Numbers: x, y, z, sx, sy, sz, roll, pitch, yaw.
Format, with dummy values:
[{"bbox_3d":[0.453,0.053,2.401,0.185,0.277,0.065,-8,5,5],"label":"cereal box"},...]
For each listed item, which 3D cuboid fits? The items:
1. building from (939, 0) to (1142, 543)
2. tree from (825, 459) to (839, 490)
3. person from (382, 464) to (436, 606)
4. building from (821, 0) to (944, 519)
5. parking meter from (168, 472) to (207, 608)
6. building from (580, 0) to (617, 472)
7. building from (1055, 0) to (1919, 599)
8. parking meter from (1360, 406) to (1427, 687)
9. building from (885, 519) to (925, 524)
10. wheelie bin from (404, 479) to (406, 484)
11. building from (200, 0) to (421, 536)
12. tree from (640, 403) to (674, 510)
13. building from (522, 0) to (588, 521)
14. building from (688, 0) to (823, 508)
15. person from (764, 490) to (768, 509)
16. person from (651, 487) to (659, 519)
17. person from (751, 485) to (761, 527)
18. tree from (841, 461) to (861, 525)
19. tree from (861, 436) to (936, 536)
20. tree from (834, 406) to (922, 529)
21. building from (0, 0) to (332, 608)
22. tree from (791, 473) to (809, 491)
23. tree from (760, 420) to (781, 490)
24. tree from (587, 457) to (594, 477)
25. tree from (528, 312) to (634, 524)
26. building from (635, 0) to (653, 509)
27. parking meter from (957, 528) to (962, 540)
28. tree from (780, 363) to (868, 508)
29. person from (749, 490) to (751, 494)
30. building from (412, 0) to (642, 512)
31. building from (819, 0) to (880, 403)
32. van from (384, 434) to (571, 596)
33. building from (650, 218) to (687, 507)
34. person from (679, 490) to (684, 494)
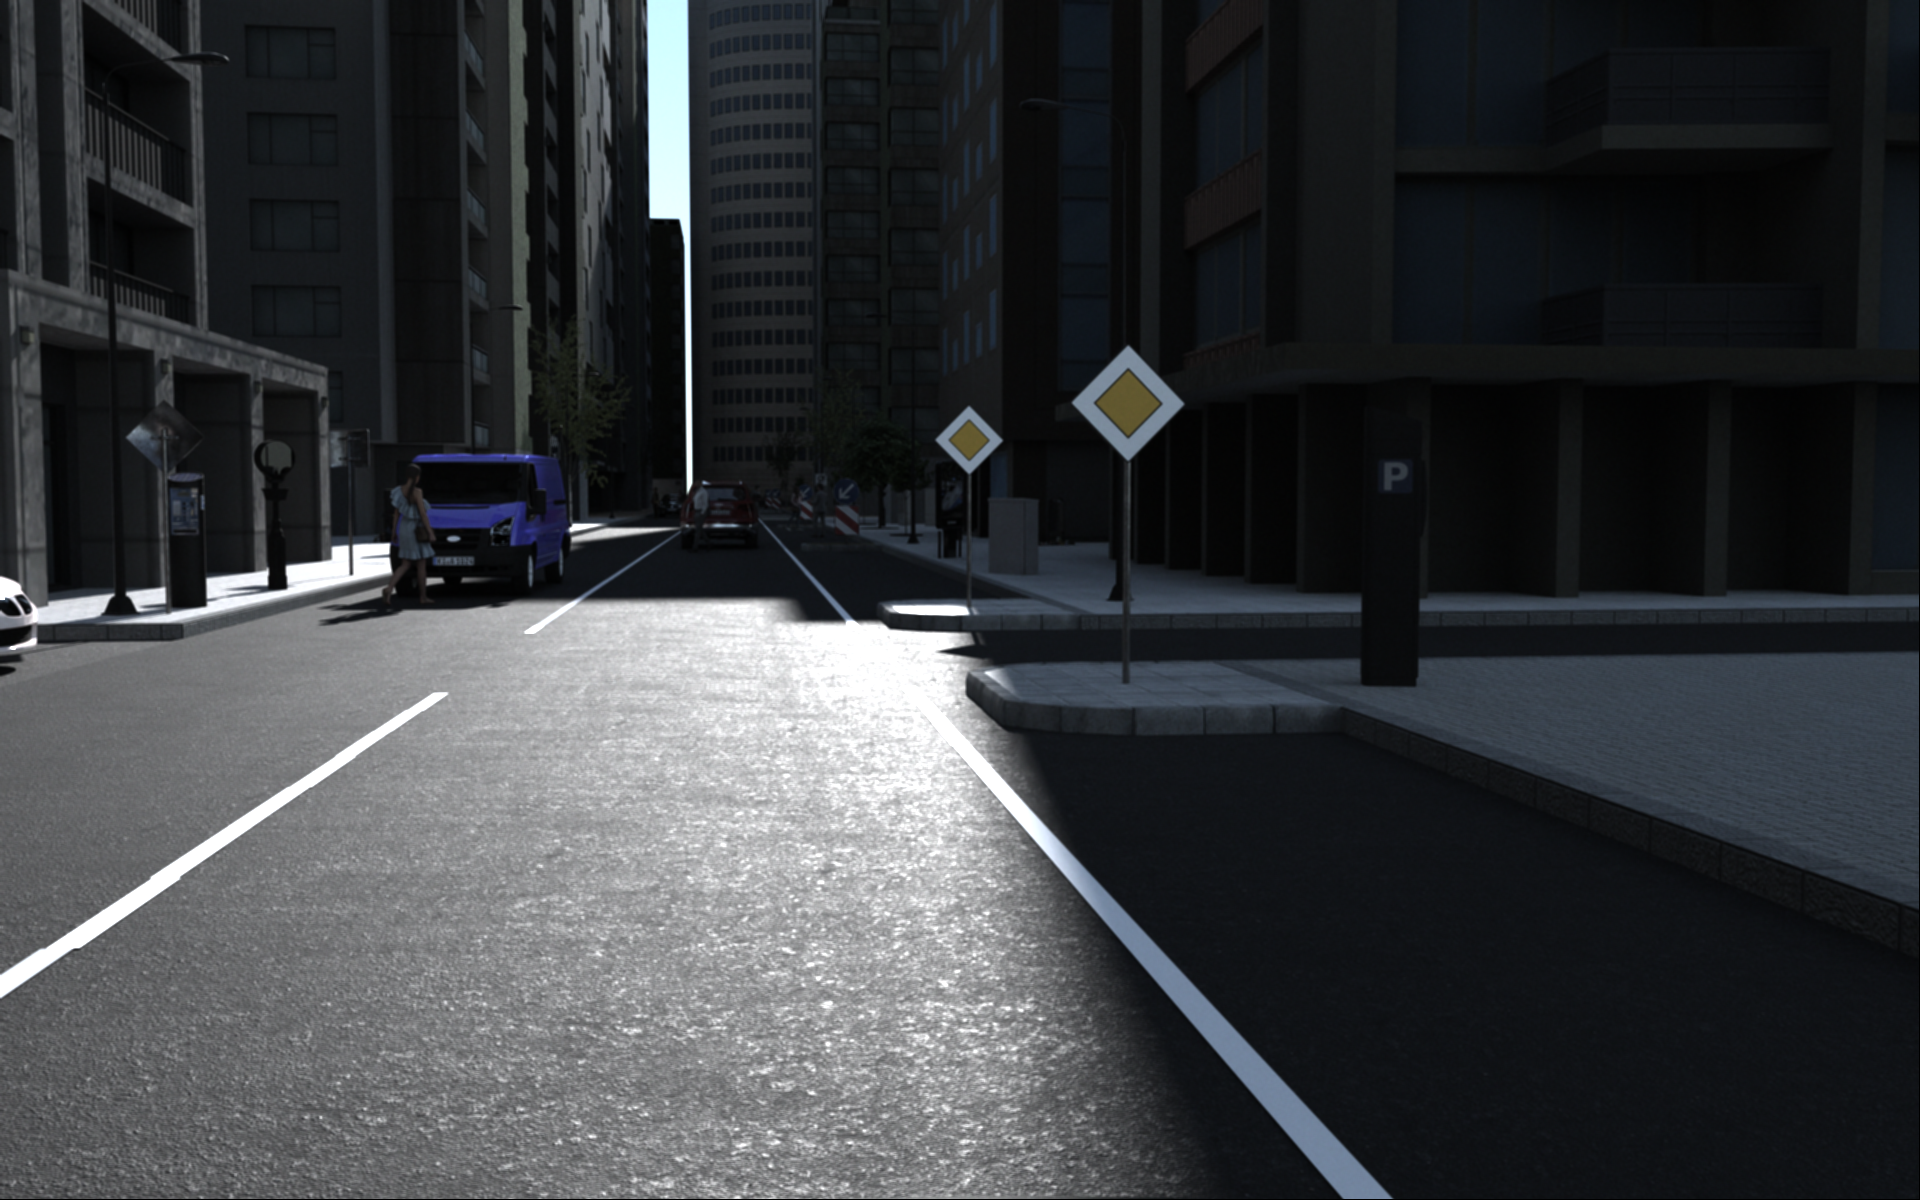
[{"bbox_3d":[7.036,-24.568,51.793,14.600,45.320,14.200,0,4,-7],"label":"building"},{"bbox_3d":[-5.156,-5.246,80.367,1.663,3.219,1.824,0,3,0],"label":"tree"},{"bbox_3d":[-7.031,-0.834,22.224,0.616,1.811,0.778,2,4,33],"label":"person"},{"bbox_3d":[-1.631,-20.544,107.602,14.160,30.474,14.107,0,4,-7],"label":"building"},{"bbox_3d":[-8.763,-0.687,19.644,0.372,1.533,0.369,0,3,0],"label":"parking meter"},{"bbox_3d":[-35.450,-31.509,104.410,28.713,52.752,27.495,0,4,-7],"label":"building"},{"bbox_3d":[16.641,-23.014,30.906,28.867,44.769,22.147,0,4,-7],"label":"building"},{"bbox_3d":[2.907,-0.361,11.606,0.399,1.863,0.255,0,4,7],"label":"parking meter"},{"bbox_3d":[3.125,-18.916,80.977,14.160,30.474,14.107,0,4,-7],"label":"building"},{"bbox_3d":[-11.833,-1.815,37.582,0.693,1.594,0.980,2,4,27],"label":"wheelie bin"},{"bbox_3d":[-22.353,-22.848,57.159,14.154,41.232,14.086,0,4,-7],"label":"building"},{"bbox_3d":[-25.043,-11.520,138.706,4.360,8.622,3.978,0,3,0],"label":"tree"},{"bbox_3d":[-24.974,-18.819,79.388,14.160,30.474,14.107,0,4,-7],"label":"building"},{"bbox_3d":[-15.157,-39.554,188.712,28.212,58.520,21.231,0,4,-7],"label":"building"},{"bbox_3d":[-17.886,-9.287,160.297,0.705,1.831,1.348,1,4,13],"label":"person"},{"bbox_3d":[-17.548,-5.573,99.718,0.705,1.812,1.348,-1,4,-23],"label":"person"},{"bbox_3d":[-8.862,-4.105,75.422,0.447,1.846,0.655,-2,4,-26],"label":"person"},{"bbox_3d":[-4.038,-4.755,72.348,1.663,3.219,1.824,0,3,0],"label":"tree"},{"bbox_3d":[-1.741,-3.572,53.005,1.663,3.219,1.824,0,3,0],"label":"tree"},{"bbox_3d":[-3.061,-4.923,64.213,4.285,4.588,4.351,0,3,0],"label":"tree"},{"bbox_3d":[-21.763,-35.933,25.751,20.563,71.187,20.611,0,4,-7],"label":"building"},{"bbox_3d":[-14.561,-9.929,156.933,1.663,3.219,1.824,0,3,0],"label":"tree"},{"bbox_3d":[-16.641,-13.030,163.395,4.737,8.622,4.395,0,3,0],"label":"tree"},{"bbox_3d":[-21.013,-6.573,91.186,4.285,4.588,4.351,0,3,0],"label":"tree"},{"bbox_3d":[-15.711,-7.333,70.259,4.737,8.622,4.395,0,3,0],"label":"tree"},{"bbox_3d":[-41.981,-37.412,153.687,28.212,58.520,21.231,0,4,-7],"label":"building"},{"bbox_3d":[-0.124,-2.448,48.431,0.372,1.533,0.369,0,3,0],"label":"parking meter"},{"bbox_3d":[-7.078,-8.943,96.576,4.737,8.622,4.395,0,3,0],"label":"tree"},{"bbox_3d":[-17.639,-8.380,146.068,0.434,1.755,0.990,2,4,34],"label":"person"},{"bbox_3d":[-31.030,-27.106,126.772,14.154,41.232,14.086,0,4,-7],"label":"building"},{"bbox_3d":[3.635,-32.985,128.541,28.713,52.752,27.495,0,4,-7],"label":"building"},{"bbox_3d":[-7.166,-1.331,26.144,2.240,2.365,5.245,0,4,-6],"label":"van"},{"bbox_3d":[-36.043,-25.133,182.623,14.107,30.474,14.160,0,4,-7],"label":"building"},{"bbox_3d":[-22.569,-8.057,140.674,0.683,1.767,0.568,-1,4,-17],"label":"person"}]
